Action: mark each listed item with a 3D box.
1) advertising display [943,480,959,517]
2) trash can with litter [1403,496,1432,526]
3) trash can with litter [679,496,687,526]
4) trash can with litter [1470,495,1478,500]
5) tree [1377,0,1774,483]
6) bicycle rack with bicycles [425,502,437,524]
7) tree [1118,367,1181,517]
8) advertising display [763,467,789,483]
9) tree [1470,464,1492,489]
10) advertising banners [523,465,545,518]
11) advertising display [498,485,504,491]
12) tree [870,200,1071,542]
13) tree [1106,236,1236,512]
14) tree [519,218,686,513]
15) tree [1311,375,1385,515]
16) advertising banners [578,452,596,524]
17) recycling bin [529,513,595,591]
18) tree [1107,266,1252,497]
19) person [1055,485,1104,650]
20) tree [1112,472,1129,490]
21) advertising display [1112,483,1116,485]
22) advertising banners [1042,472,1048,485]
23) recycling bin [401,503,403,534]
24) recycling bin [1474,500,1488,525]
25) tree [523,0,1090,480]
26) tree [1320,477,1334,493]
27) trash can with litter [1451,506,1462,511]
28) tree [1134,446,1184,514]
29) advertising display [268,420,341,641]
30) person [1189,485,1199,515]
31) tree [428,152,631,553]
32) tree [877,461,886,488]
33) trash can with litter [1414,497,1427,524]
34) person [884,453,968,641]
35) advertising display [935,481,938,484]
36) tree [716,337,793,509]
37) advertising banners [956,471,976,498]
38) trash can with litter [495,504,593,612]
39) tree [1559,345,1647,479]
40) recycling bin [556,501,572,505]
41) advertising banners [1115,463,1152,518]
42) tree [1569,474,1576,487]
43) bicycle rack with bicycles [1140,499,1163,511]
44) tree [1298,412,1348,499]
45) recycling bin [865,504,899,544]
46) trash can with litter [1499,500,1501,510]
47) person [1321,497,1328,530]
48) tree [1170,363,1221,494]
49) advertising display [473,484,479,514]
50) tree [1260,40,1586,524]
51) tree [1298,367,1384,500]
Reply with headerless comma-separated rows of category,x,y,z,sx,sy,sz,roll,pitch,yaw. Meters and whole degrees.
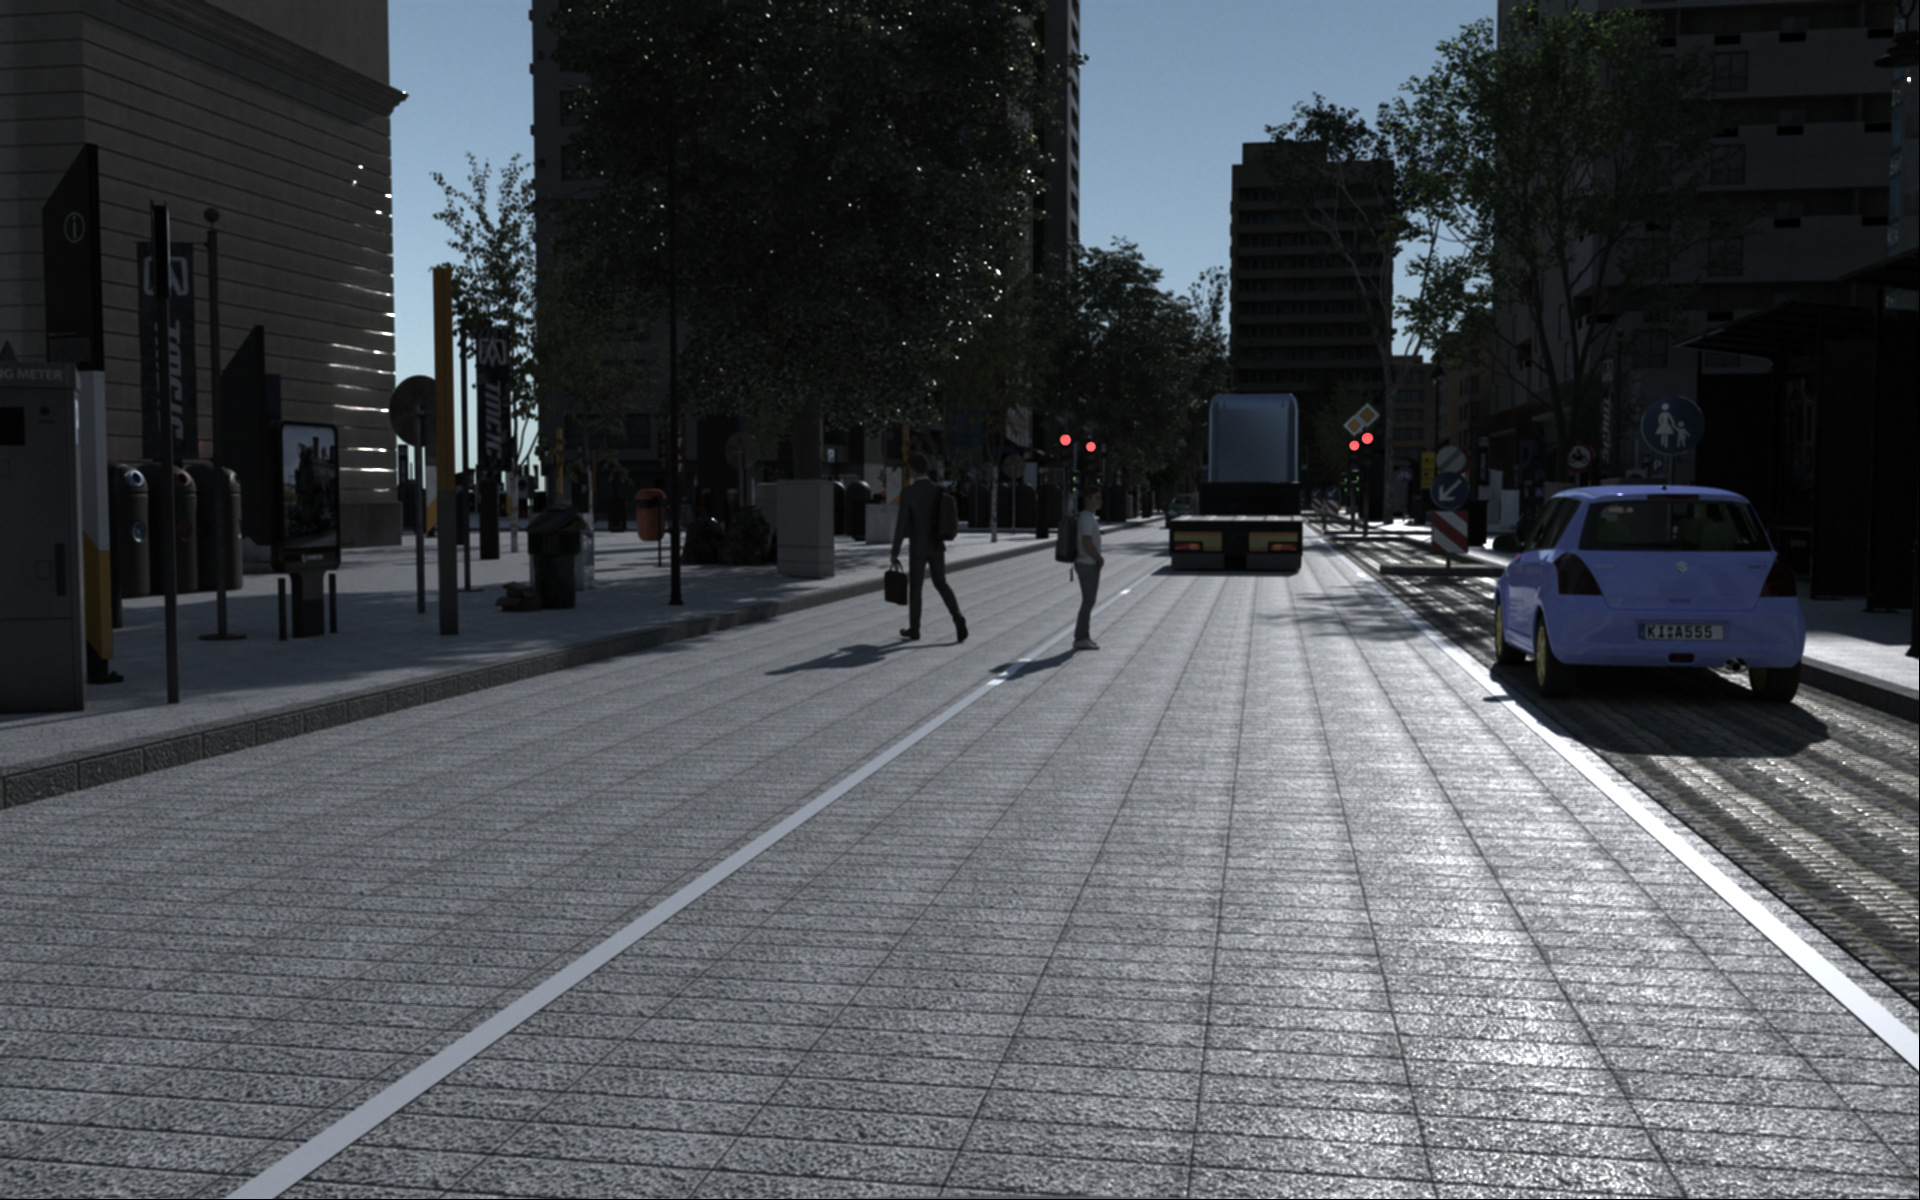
advertising display,-0.419,-4.465,78.219,0.123,1.923,0.974,-3,5,-45
trash can with litter,19.014,-3.635,70.496,2.233,1.210,1.678,0,4,1
trash can with litter,-10.951,-3.605,69.996,1.678,1.210,2.233,1,4,12
trash can with litter,30.306,-5.623,102.996,1.678,1.210,2.233,-3,5,-40
tree,12.566,-6.725,35.715,9.928,11.665,9.643,0,3,0
bicycle rack with bicycles,-23.118,-3.742,74.568,2.852,0.926,2.925,0,4,3
tree,10.344,-9.018,97.806,4.360,8.622,3.978,0,3,0
advertising display,-4.359,-2.200,41.190,0.123,1.923,0.974,2,4,26
tree,29.802,-6.320,97.929,1.663,3.219,1.824,0,3,0
advertising banners,-23.421,-5.918,92.951,2.074,3.025,0.090,0,4,7
advertising display,-32.838,-7.195,122.845,0.974,1.923,0.123,1,4,12
tree,-0.322,-5.364,38.068,4.737,8.622,4.395,0,3,0
tree,7.454,-10.941,85.543,9.857,13.997,8.962,0,3,0
tree,-9.849,-5.908,46.954,4.360,8.622,3.978,0,3,0
tree,23.632,-9.485,105.446,4.737,8.622,4.395,0,3,0
advertising banners,-15.765,-4.708,73.157,0.090,3.025,2.074,0,4,6
recycling bin,-5.335,-0.652,23.221,0.722,1.027,0.722,0,4,1
tree,19.191,-17.569,143.135,12.611,20.169,13.585,0,3,0
person,1.172,-0.302,16.034,0.523,1.515,0.503,-3,4,-38
tree,12.302,-8.565,134.645,1.663,3.219,1.824,0,3,0
advertising display,8.917,-5.861,101.048,0.974,1.923,0.123,1,4,8
advertising banners,7.622,-8.705,138.507,2.074,3.025,0.090,0,3,0
recycling bin,-18.533,-2.669,56.188,0.722,1.027,0.722,-2,4,-32
recycling bin,21.338,-3.610,71.577,0.722,1.027,0.722,-3,5,-41
tree,-2.503,-7.451,28.476,9.857,13.997,8.962,0,3,0
tree,37.318,-11.082,175.791,1.663,3.219,1.824,0,3,0
trash can with litter,14.846,-2.424,51.015,0.624,1.170,1.055,-1,4,-9
tree,12.990,-7.970,114.016,4.285,4.588,4.351,0,3,0
advertising display,-5.872,-0.632,15.555,0.123,1.923,0.974,1,4,9
person,9.652,-3.793,70.791,0.678,1.792,0.850,2,4,26
tree,-9.596,-5.336,37.610,4.737,8.622,4.395,0,3,0
tree,-3.299,-5.774,89.006,1.663,3.219,1.824,0,3,0
trash can with litter,19.294,-3.756,72.791,0.624,1.170,1.055,1,4,15
person,-0.331,-0.517,16.910,0.622,1.834,0.822,-3,4,-38
advertising display,-0.808,-5.109,88.753,0.974,1.923,0.123,-2,4,-31
tree,-8.856,-7.676,75.861,4.737,8.622,4.395,0,3,0
advertising banners,0.474,-8.088,128.422,0.090,3.025,2.074,-3,5,-44
trash can with litter,-4.619,-0.479,19.216,0.624,1.170,1.055,2,4,27
tree,31.585,-8.220,84.757,4.360,8.622,3.978,0,3,0
recycling bin,-15.215,-3.350,67.320,0.722,1.027,0.722,1,4,21
advertising banners,9.323,-5.945,93.389,2.074,3.025,0.090,1,4,15
tree,31.087,-5.826,89.859,1.663,3.219,1.824,0,3,0
bicycle rack with bicycles,14.087,-6.899,126.175,2.852,0.926,2.925,2,4,29
tree,43.758,-17.880,210.468,7.486,12.596,7.792,0,3,0
recycling bin,-1.990,-1.979,44.918,0.722,1.027,0.722,1,4,22
trash can with litter,28.707,-4.970,92.642,0.624,1.170,1.055,2,4,35
person,14.528,-3.440,69.000,0.306,1.304,0.590,2,4,31
tree,20.727,-15.108,157.383,12.009,13.543,11.850,0,3,0
advertising display,-31.831,-6.668,114.241,0.123,1.923,0.974,1,4,15
tree,19.342,-13.239,72.339,12.611,20.169,13.585,0,3,0
tree,27.356,-11.746,126.456,8.767,10.594,7.601,-2,4,-30
